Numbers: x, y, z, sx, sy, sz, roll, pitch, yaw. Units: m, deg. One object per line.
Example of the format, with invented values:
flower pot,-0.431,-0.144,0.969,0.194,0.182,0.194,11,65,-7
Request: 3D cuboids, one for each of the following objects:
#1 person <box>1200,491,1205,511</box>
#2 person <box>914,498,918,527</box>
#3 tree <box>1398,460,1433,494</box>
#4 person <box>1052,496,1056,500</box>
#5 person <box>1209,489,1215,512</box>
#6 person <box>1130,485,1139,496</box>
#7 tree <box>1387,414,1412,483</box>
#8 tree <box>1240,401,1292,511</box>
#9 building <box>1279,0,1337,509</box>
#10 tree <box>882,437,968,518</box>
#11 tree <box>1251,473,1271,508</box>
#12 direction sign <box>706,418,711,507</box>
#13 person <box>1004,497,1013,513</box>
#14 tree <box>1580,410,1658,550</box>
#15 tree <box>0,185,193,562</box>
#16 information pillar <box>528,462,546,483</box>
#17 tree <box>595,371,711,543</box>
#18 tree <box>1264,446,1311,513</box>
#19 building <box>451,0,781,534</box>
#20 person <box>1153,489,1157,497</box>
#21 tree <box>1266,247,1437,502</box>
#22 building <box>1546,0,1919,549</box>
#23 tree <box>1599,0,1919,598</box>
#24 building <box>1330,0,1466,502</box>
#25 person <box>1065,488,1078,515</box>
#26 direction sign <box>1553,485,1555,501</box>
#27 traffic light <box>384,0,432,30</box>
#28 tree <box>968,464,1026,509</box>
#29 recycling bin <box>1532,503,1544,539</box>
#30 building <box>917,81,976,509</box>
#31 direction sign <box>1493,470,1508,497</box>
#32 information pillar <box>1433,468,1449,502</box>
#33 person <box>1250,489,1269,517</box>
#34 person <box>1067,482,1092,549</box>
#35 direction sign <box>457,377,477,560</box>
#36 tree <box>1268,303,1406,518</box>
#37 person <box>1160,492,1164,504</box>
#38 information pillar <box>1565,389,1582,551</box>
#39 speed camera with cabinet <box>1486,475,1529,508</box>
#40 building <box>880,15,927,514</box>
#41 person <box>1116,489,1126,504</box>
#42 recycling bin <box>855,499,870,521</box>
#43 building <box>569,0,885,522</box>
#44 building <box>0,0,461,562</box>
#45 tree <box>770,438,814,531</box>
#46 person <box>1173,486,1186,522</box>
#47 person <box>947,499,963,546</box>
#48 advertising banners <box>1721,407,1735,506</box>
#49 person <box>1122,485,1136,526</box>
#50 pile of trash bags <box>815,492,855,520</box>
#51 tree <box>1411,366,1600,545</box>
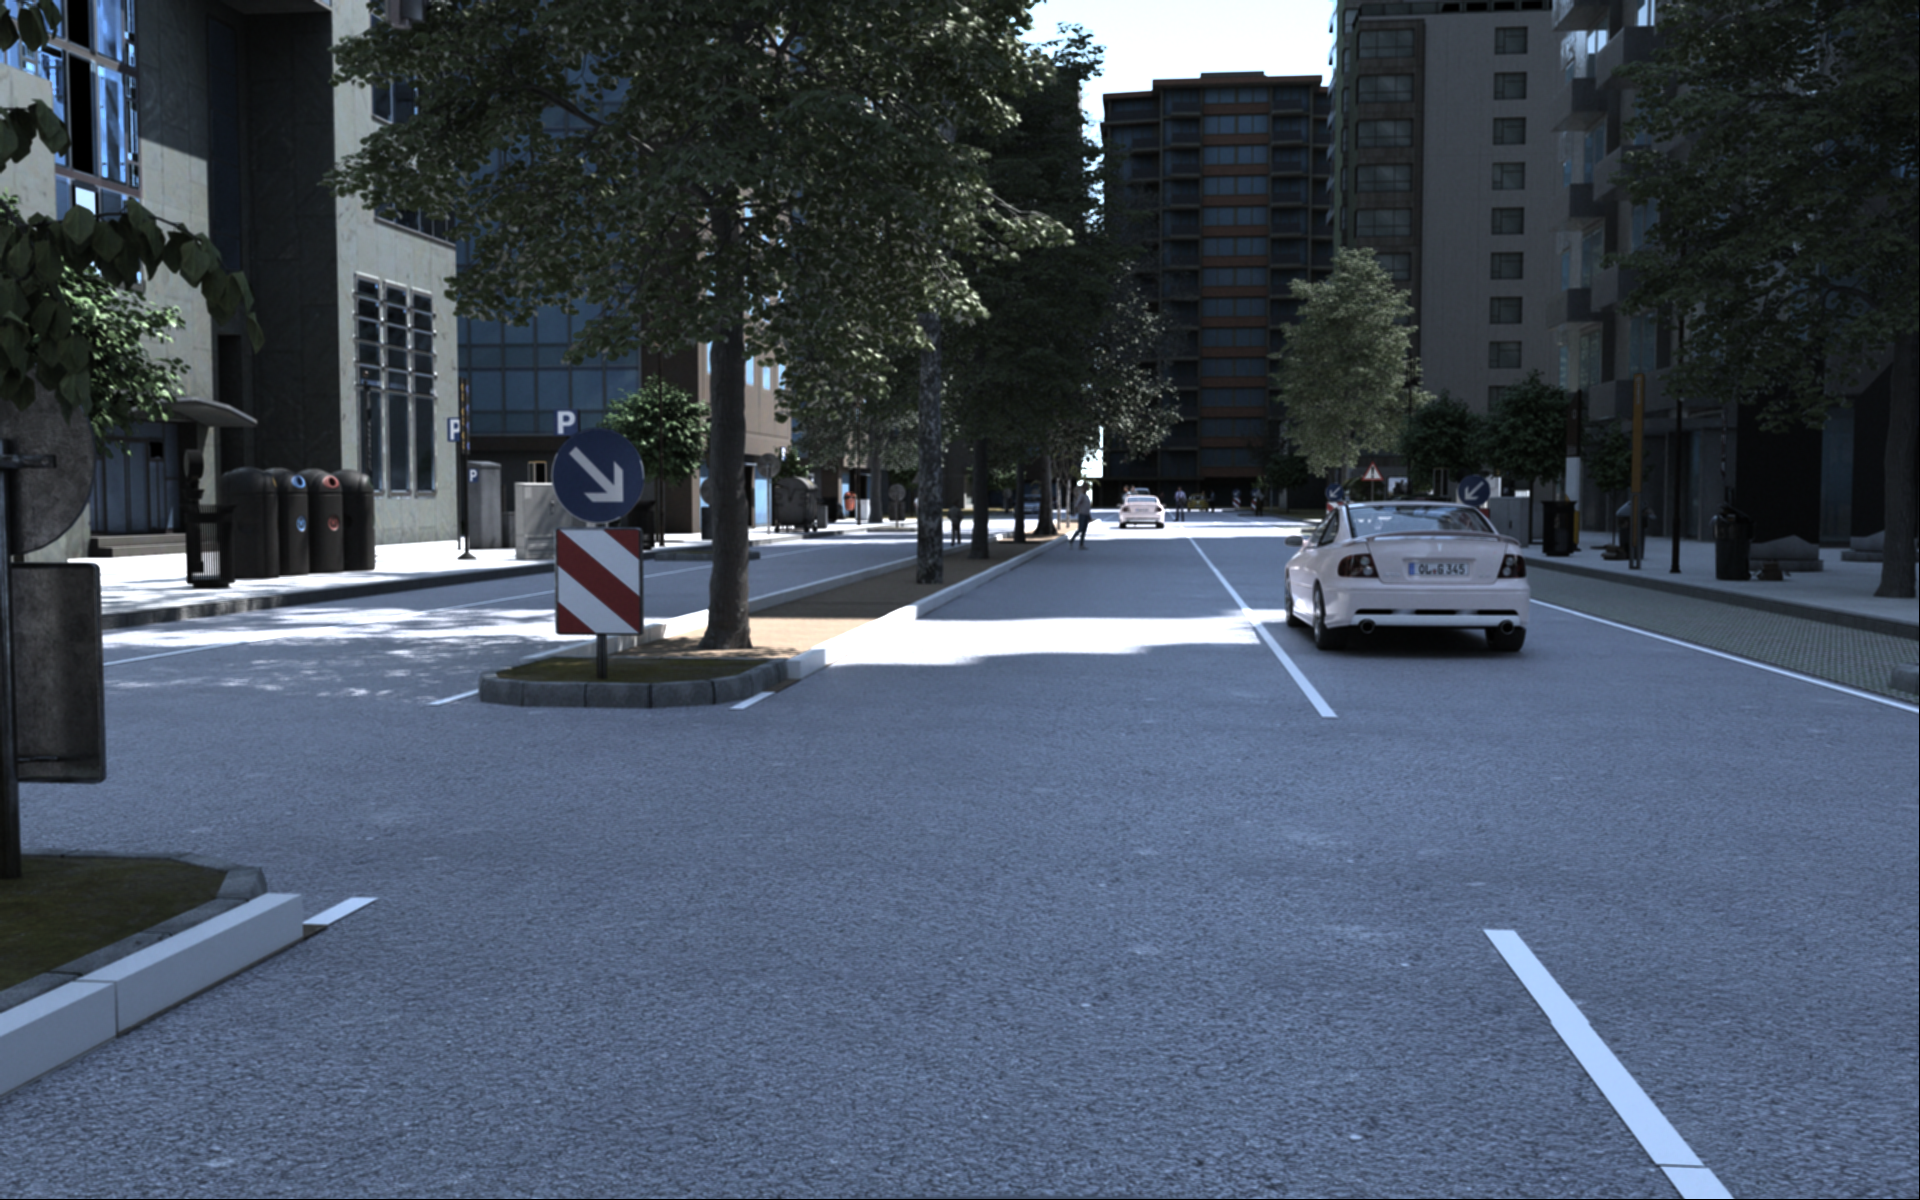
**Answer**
person,20.482,-8.373,146.312,0.530,1.710,0.541,1,4,17
person,-1.748,-3.977,76.126,0.523,1.515,0.503,2,4,28
tree,18.096,-4.518,68.476,1.663,3.219,1.824,0,3,0
person,8.210,-9.096,157.935,1.217,1.735,0.721,3,4,38
person,19.727,-7.765,135.440,0.705,1.826,1.348,1,4,17
person,8.310,-4.528,82.334,0.655,1.846,0.447,-1,4,-21
tree,14.612,-4.215,52.633,4.285,4.588,4.351,0,3,0
tree,23.585,-11.130,132.329,4.360,8.622,3.978,0,3,0
building,38.685,-50.603,140.032,22.319,86.520,31.000,0,4,6
tree,-2.707,-6.807,95.013,4.285,4.588,4.351,0,3,0
tree,27.552,-10.102,159.775,1.663,3.219,1.824,0,3,0
direction sign,-7.434,-3.639,51.496,0.379,3.537,0.876,-1,4,-18
person,3.303,-6.669,118.228,0.721,1.739,1.217,2,4,31
tree,15.233,-2.789,40.208,1.663,3.219,1.824,0,3,0
tree,-10.228,-2.132,18.579,4.285,4.588,4.351,0,3,0
information pillar,-9.565,-2.126,39.250,0.304,2.012,0.304,-3,5,-40
tree,-8.026,-3.826,46.271,4.285,4.588,4.351,0,3,0
tree,22.245,-8.175,117.374,4.285,4.588,4.351,0,3,0
building,-14.398,-25.184,61.874,14.600,45.320,14.200,0,4,6
person,14.890,-7.583,132.508,0.705,1.821,1.348,1,4,22
tree,17.893,-9.871,79.511,7.486,12.596,7.792,0,3,0
building,30.921,-26.401,51.269,23.786,49.044,30.456,0,4,6
tree,12.050,-6.292,21.006,7.486,12.596,7.792,0,3,0
building,32.698,-26.638,119.131,14.154,41.232,14.086,0,4,6
person,7.698,-6.769,119.187,1.348,1.822,0.705,-3,5,-39
direction sign,25.706,-5.072,74.927,0.876,3.537,0.379,3,4,37
traffic light,-6.425,-2.360,13.253,4.771,5.953,1.251,0,4,6
tree,2.233,-9.330,136.259,4.285,4.588,4.351,0,3,0
recycling bin,16.214,-2.258,49.478,0.722,1.027,0.722,-3,5,-43
building,-4.818,-28.805,154.555,14.086,41.232,14.154,0,4,6
direction sign,24.894,-5.358,79.604,0.876,3.537,0.379,-1,4,-15
information pillar,13.607,-2.725,49.042,0.304,2.012,0.304,-3,5,-40
person,19.098,-6.197,110.557,1.217,1.736,0.721,1,4,9
person,3.051,-2.176,44.754,0.598,1.740,0.731,1,4,21
direction sign,-9.690,-2.565,33.930,0.379,3.537,0.876,0,4,-6
tree,20.133,-10.214,92.762,9.928,11.665,9.643,0,3,0
person,19.037,-9.374,163.242,0.415,1.643,0.593,1,4,22
information pillar,13.780,-2.909,38.915,0.183,3.616,0.504,-1,4,-10
speed camera with cabinet,26.584,-5.483,83.983,2.038,3.252,0.660,2,4,34
building,-14.159,-30.544,119.005,23.786,49.044,30.456,0,4,6
person,12.735,-7.728,134.849,1.348,1.824,0.705,3,5,43
recycling bin,-4.572,-4.342,83.551,0.722,1.027,0.722,2,4,33
building,-12.085,-27.283,96.188,14.600,45.320,14.200,0,4,6
building,-24.678,-43.937,31.035,22.319,86.520,31.000,0,4,6
tree,-5.828,-4.023,60.379,1.663,3.219,1.824,0,3,0
person,11.351,-4.984,89.853,0.709,1.838,0.599,2,4,30
person,-0.130,-2.115,47.345,0.475,1.303,0.640,1,4,10
advertising banners,15.807,-2.410,35.595,0.090,3.025,2.074,2,4,33
person,7.362,-4.134,76.192,0.778,1.811,0.616,0,4,0
pile of trash bags,-6.535,-4.710,86.764,1.912,1.369,3.447,3,5,41
tree,14.750,-3.713,44.416,4.285,4.588,4.351,0,3,0
